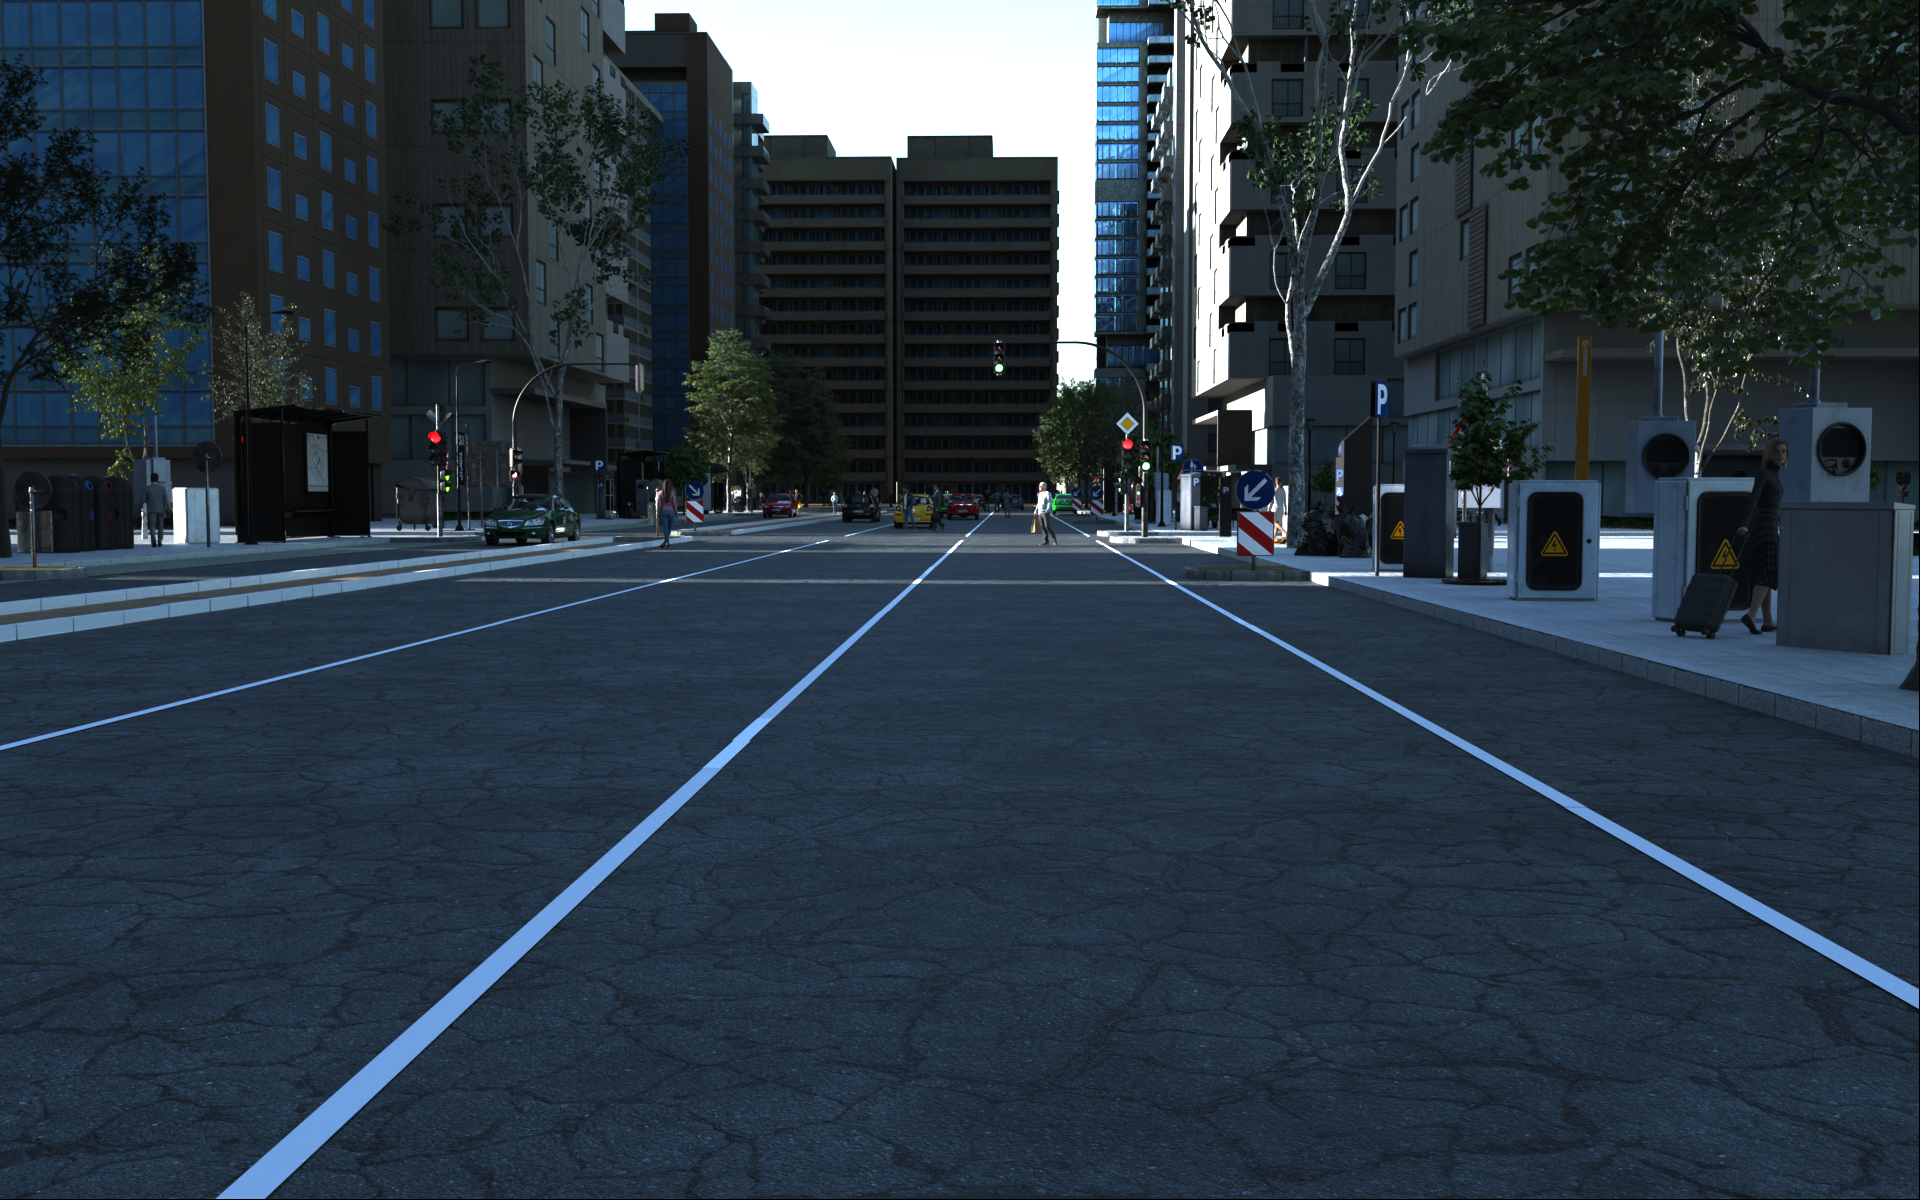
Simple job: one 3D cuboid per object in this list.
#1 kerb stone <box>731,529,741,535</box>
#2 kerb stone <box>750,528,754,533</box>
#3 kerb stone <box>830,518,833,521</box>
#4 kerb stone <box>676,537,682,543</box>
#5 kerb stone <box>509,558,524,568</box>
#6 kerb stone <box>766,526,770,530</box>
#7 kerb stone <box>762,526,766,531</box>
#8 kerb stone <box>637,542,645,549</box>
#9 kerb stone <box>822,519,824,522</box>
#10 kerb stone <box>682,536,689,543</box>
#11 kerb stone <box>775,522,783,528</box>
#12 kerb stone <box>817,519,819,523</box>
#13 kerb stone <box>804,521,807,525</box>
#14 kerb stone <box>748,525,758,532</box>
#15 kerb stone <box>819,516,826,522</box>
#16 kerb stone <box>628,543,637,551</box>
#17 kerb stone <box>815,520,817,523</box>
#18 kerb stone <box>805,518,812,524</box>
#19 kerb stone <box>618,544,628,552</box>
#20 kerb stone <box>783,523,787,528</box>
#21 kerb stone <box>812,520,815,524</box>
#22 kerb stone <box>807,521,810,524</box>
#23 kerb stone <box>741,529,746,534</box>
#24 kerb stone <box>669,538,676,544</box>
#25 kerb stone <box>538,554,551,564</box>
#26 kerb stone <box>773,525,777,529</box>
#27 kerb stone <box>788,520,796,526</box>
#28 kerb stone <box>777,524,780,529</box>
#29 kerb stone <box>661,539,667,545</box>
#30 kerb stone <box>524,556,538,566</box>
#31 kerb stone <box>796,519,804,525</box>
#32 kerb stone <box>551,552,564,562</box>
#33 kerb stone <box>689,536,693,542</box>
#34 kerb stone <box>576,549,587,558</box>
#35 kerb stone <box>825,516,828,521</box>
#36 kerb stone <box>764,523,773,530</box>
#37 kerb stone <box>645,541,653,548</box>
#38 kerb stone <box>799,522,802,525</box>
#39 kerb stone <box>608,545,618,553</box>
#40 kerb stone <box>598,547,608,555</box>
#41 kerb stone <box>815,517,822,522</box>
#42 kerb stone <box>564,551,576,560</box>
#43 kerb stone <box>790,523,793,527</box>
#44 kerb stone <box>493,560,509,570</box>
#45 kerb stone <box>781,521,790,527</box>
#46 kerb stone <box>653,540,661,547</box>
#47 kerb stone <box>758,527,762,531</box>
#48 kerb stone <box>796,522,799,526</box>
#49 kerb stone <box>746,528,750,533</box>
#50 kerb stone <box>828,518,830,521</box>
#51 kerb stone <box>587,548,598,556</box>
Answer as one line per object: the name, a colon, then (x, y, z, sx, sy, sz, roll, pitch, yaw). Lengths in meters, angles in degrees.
kerb stone: (-7.957, -2.374, 61.095, 0.120, 0.150, 1.000, 0, 4, 2)
kerb stone: (-7.865, -2.566, 64.171, 0.120, 0.150, 1.000, 0, 4, 2)
kerb stone: (-7.007, -4.259, 91.839, 0.120, 0.150, 1.000, 0, 4, 2)
kerb stone: (-8.289, -1.718, 50.285, 0.120, 0.150, 1.000, 0, 4, 2)
kerb stone: (-8.791, -0.711, 33.902, 0.120, 0.150, 1.000, 0, 4, 2)
kerb stone: (-7.737, -2.818, 68.264, 0.120, 0.150, 1.000, 0, 4, 2)
kerb stone: (-7.760, -2.747, 67.242, 0.120, 0.150, 1.000, 0, 4, 2)
kerb stone: (-8.450, -1.405, 45.161, 0.120, 0.150, 1.000, 0, 4, 2)
kerb stone: (-7.136, -4.009, 87.742, 0.120, 0.150, 1.000, 0, 4, 2)
kerb stone: (-8.252, -1.774, 51.306, 0.120, 0.150, 1.000, 0, 4, 2)
kerb stone: (-7.613, -3.064, 72.363, 0.120, 0.150, 1.000, 0, 4, 2)
kerb stone: (-7.205, -3.875, 85.689, 0.120, 0.150, 1.000, 0, 4, 2)
kerb stone: (-7.359, -3.569, 80.555, 0.120, 0.150, 1.000, 0, 4, 2)
kerb stone: (-7.828, -2.629, 65.193, 0.120, 0.150, 1.000, 0, 4, 2)
kerb stone: (-7.100, -4.071, 88.763, 0.120, 0.150, 1.000, 0, 4, 2)
kerb stone: (-8.471, -1.339, 44.140, 0.120, 0.150, 1.000, 0, 4, 2)
kerb stone: (-7.227, -3.821, 84.667, 0.120, 0.150, 1.000, 0, 4, 2)
kerb stone: (-7.295, -3.694, 82.614, 0.120, 0.150, 1.000, 0, 4, 2)
kerb stone: (-8.505, -1.280, 43.118, 0.120, 0.150, 1.000, 0, 4, 2)
kerb stone: (-7.576, -3.129, 73.384, 0.120, 0.150, 1.000, 0, 4, 2)
kerb stone: (-7.261, -3.753, 83.645, 0.120, 0.150, 1.000, 0, 4, 2)
kerb stone: (-7.325, -3.633, 81.592, 0.120, 0.150, 1.000, 0, 4, 2)
kerb stone: (-7.917, -2.442, 62.116, 0.120, 0.150, 1.000, 0, 4, 2)
kerb stone: (-8.321, -1.656, 49.263, 0.120, 0.150, 1.000, 0, 4, 2)
kerb stone: (-8.728, -0.841, 35.947, 0.120, 0.150, 1.000, 0, 4, 2)
kerb stone: (-7.673, -2.939, 70.314, 0.120, 0.150, 1.000, 0, 4, 2)
kerb stone: (-7.479, -3.319, 76.459, 0.120, 0.150, 1.000, 0, 4, 2)
kerb stone: (-7.644, -3.003, 71.340, 0.120, 0.150, 1.000, 0, 4, 2)
kerb stone: (-8.348, -1.593, 48.238, 0.120, 0.150, 1.000, 0, 4, 2)
kerb stone: (-8.757, -0.778, 34.923, 0.120, 0.150, 1.000, 0, 4, 2)
kerb stone: (-7.391, -3.507, 79.530, 0.120, 0.150, 1.000, 0, 4, 2)
kerb stone: (-8.695, -0.896, 36.969, 0.120, 0.150, 1.000, 0, 4, 2)
kerb stone: (-8.225, -1.842, 52.327, 0.120, 0.150, 1.000, 0, 4, 2)
kerb stone: (-8.636, -1.029, 39.026, 0.120, 0.150, 1.000, 0, 4, 2)
kerb stone: (-7.066, -4.134, 89.785, 0.120, 0.150, 1.000, 0, 4, 2)
kerb stone: (-7.703, -2.880, 69.292, 0.120, 0.150, 1.000, 0, 4, 2)
kerb stone: (-8.417, -1.467, 46.187, 0.120, 0.150, 1.000, 0, 4, 2)
kerb stone: (-7.418, -3.444, 78.503, 0.120, 0.150, 1.000, 0, 4, 2)
kerb stone: (-8.538, -1.217, 42.090, 0.120, 0.150, 1.000, 0, 4, 2)
kerb stone: (-8.574, -1.152, 41.069, 0.120, 0.150, 1.000, 0, 4, 2)
kerb stone: (-7.160, -3.946, 86.714, 0.120, 0.150, 1.000, 0, 4, 2)
kerb stone: (-8.667, -0.966, 37.996, 0.120, 0.150, 1.000, 0, 4, 2)
kerb stone: (-7.516, -3.255, 75.432, 0.120, 0.150, 1.000, 0, 4, 2)
kerb stone: (-8.821, -0.653, 32.881, 0.120, 0.150, 1.000, 0, 4, 2)
kerb stone: (-7.550, -3.193, 74.410, 0.120, 0.150, 1.000, 0, 4, 2)
kerb stone: (-8.379, -1.530, 47.208, 0.120, 0.150, 1.000, 0, 4, 2)
kerb stone: (-7.797, -2.692, 66.217, 0.120, 0.150, 1.000, 0, 4, 2)
kerb stone: (-7.450, -3.381, 77.481, 0.120, 0.150, 1.000, 0, 4, 2)
kerb stone: (-7.893, -2.502, 63.146, 0.120, 0.150, 1.000, 0, 4, 2)
kerb stone: (-7.036, -4.196, 90.807, 0.120, 0.150, 1.000, 0, 4, 2)
kerb stone: (-8.605, -1.092, 40.047, 0.120, 0.150, 1.000, 0, 4, 2)
